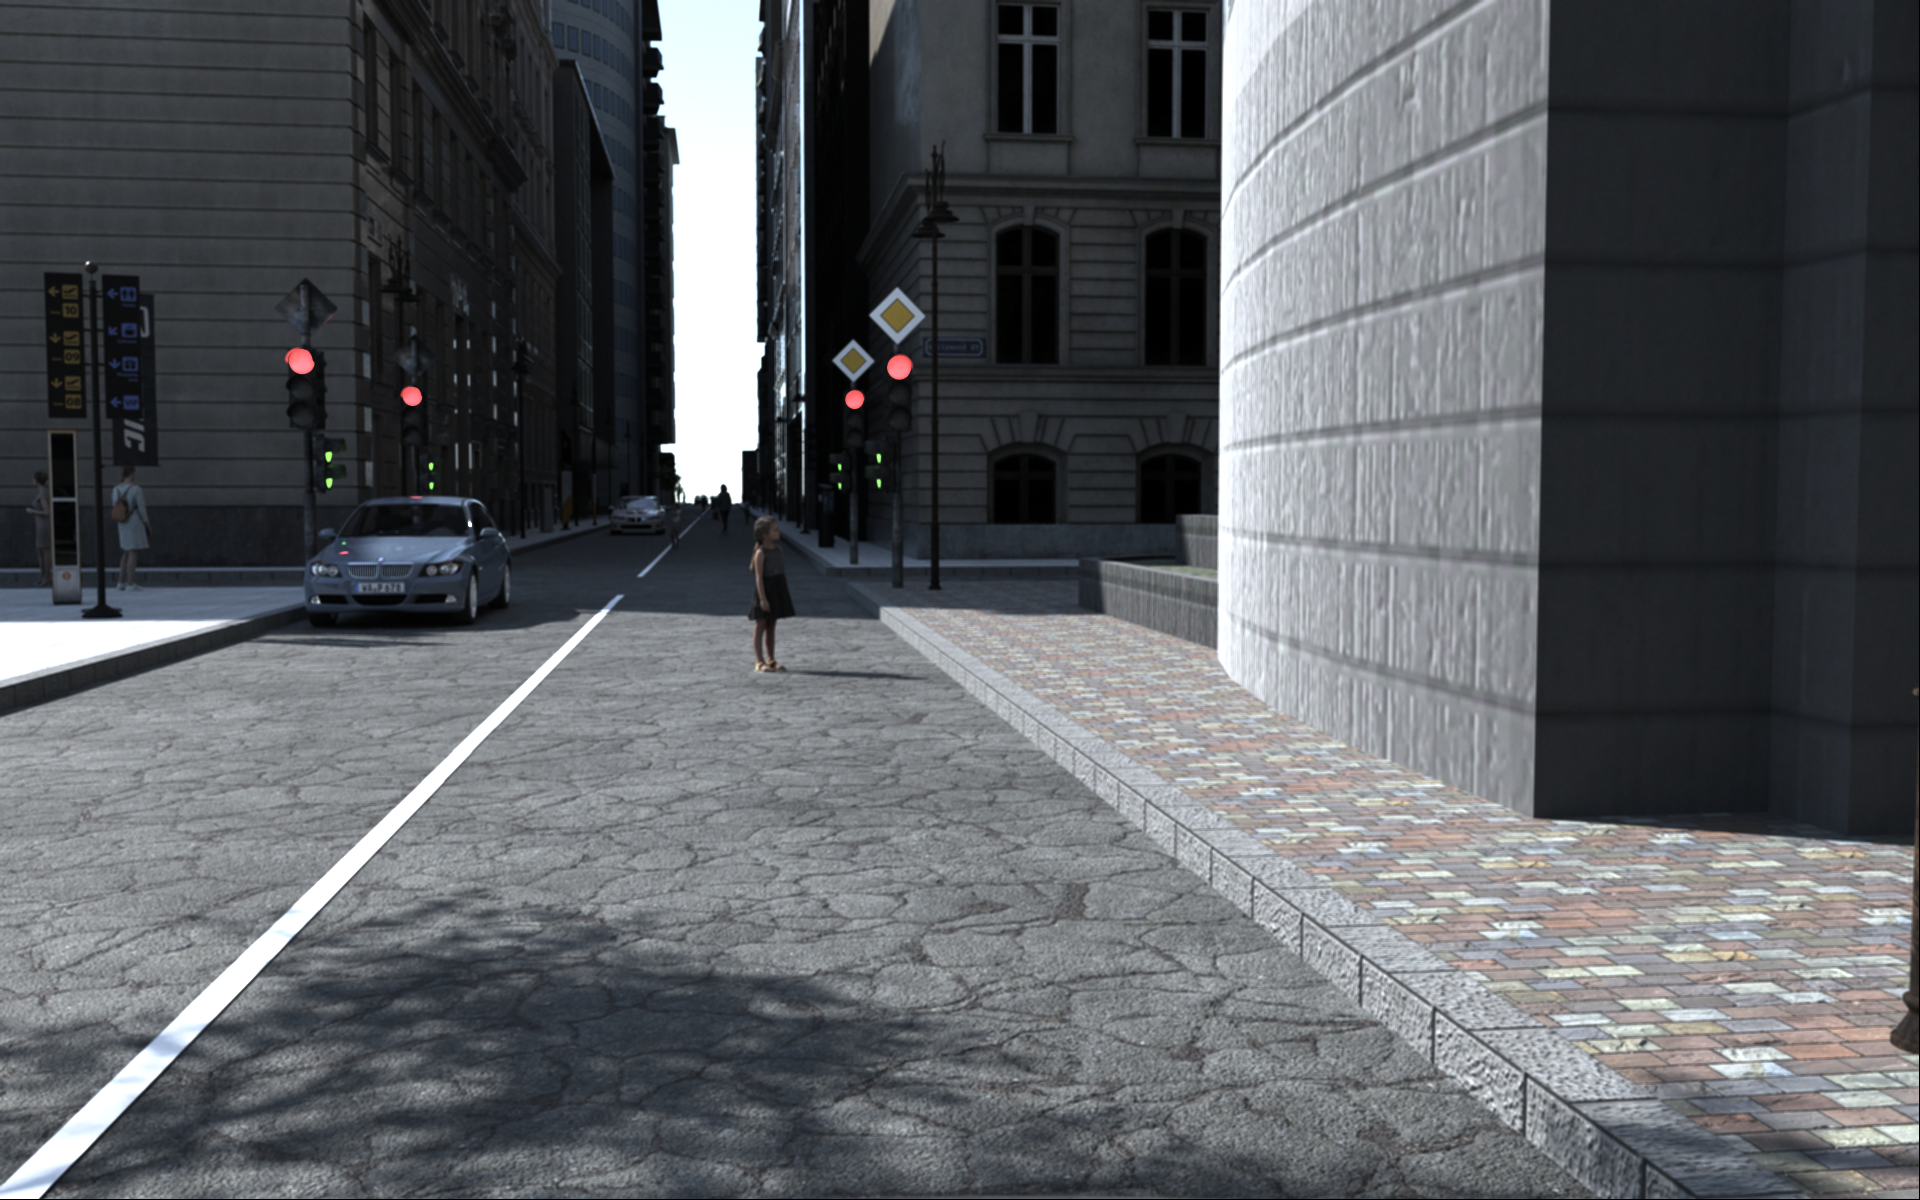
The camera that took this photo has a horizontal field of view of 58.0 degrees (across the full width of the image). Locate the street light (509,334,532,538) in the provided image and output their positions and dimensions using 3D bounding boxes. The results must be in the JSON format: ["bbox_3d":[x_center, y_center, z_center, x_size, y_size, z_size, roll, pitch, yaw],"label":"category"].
[{"bbox_3d":[-12.675,-4.726,50.059,0.468,5.910,1.993,0,4,-8],"label":"street light"}]

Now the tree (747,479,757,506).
[{"bbox_3d":[-22.590,-11.977,190.424,1.663,3.219,1.824,0,3,0],"label":"tree"}]

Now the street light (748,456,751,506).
[{"bbox_3d":[-19.380,-11.589,162.270,0.468,5.910,1.993,0,4,-8],"label":"street light"}]

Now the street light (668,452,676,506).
[{"bbox_3d":[-31.557,-13.219,188.910,0.468,5.910,1.993,0,4,-8],"label":"street light"}]

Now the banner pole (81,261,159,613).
[{"bbox_3d":[-9.175,-1.767,18.903,0.863,3.779,0.401,-3,5,-41],"label":"banner pole"}]

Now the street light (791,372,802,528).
[{"bbox_3d":[-6.138,-5.675,65.577,0.468,5.910,1.993,0,4,-8],"label":"street light"}]

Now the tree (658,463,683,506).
[{"bbox_3d":[-30.375,-11.959,179.243,4.285,4.588,4.351,0,3,0],"label":"tree"}]

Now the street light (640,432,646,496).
[{"bbox_3d":[-23.085,-9.368,125.958,0.468,5.910,1.993,0,4,-8],"label":"street light"}]

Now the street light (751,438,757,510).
[{"bbox_3d":[-16.761,-10.409,142.979,0.468,5.910,1.993,0,4,-8],"label":"street light"}]

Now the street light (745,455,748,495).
[{"bbox_3d":[-21.982,-12.762,181.443,0.468,5.910,1.993,0,4,-8],"label":"street light"}]

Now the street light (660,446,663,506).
[{"bbox_3d":[-28.311,-11.699,164.070,0.468,5.910,1.993,0,4,-8],"label":"street light"}]

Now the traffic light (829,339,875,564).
[{"bbox_3d":[-1.953,-2.604,31.495,0.839,4.253,0.868,0,4,-8],"label":"traffic light"}]

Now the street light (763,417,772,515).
[{"bbox_3d":[-11.433,-8.043,104.283,0.468,5.910,1.993,0,4,-8],"label":"street light"}]

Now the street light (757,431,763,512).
[{"bbox_3d":[-14.079,-9.241,123.874,0.468,5.910,1.993,0,4,-8],"label":"street light"}]

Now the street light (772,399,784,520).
[{"bbox_3d":[-8.804,-6.842,84.657,0.468,5.910,1.993,0,4,-8],"label":"street light"}]

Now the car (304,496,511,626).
[{"bbox_3d":[-6.379,-0.513,20.385,2.014,1.417,4.499,0,4,-7],"label":"car"}]

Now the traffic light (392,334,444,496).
[{"bbox_3d":[-9.542,-2.540,30.445,0.839,4.253,0.868,0,4,-8],"label":"traffic light"}]

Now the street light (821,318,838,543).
[{"bbox_3d":[-3.380,-4.450,45.545,0.468,5.910,1.993,0,4,-8],"label":"street light"}]

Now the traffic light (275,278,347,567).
[{"bbox_3d":[-8.460,-2.056,22.533,0.839,4.253,0.868,0,4,-8],"label":"traffic light"}]

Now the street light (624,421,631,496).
[{"bbox_3d":[-20.459,-8.203,106.904,0.468,5.910,1.993,0,4,-8],"label":"street light"}]

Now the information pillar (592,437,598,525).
[{"bbox_3d":[-15.041,-4.881,71.161,0.183,3.616,0.504,-1,4,-20],"label":"information pillar"}]

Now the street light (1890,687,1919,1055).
[{"bbox_3d":[2.260,-1.899,3.839,0.468,5.910,1.993,0,4,-8],"label":"street light"}]

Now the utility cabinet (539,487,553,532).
[{"bbox_3d":[-13.865,-3.021,58.078,0.318,1.500,1.173,-1,4,-21],"label":"utility cabinet"}]

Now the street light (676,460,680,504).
[{"bbox_3d":[-34.220,-14.384,207.960,0.468,5.910,1.993,0,4,-8],"label":"street light"}]

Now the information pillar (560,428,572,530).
[{"bbox_3d":[-14.097,-4.323,62.038,0.183,3.616,0.504,2,4,28],"label":"information pillar"}]

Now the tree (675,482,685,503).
[{"bbox_3d":[-42.361,-16.345,261.844,1.663,3.219,1.824,0,3,0],"label":"tree"}]

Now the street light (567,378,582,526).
[{"bbox_3d":[-15.338,-5.891,69.108,0.468,5.910,1.993,0,4,-8],"label":"street light"}]

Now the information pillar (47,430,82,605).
[{"bbox_3d":[-10.397,-0.956,20.116,0.304,2.012,0.304,-2,4,-27],"label":"information pillar"}]

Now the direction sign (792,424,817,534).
[{"bbox_3d":[-5.026,-3.923,56.141,0.876,3.537,0.379,1,4,21],"label":"direction sign"}]

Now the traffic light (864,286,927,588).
[{"bbox_3d":[-0.871,-2.120,23.583,0.839,4.253,0.868,0,4,-8],"label":"traffic light"}]

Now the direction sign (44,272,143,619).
[{"bbox_3d":[-8.927,-1.585,17.920,0.876,3.537,0.379,-1,4,-21],"label":"direction sign"}]

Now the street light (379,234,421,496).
[{"bbox_3d":[-9.984,-3.561,31.013,0.468,5.910,1.993,0,4,-8],"label":"street light"}]

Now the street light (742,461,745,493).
[{"bbox_3d":[-25.367,-14.266,206.034,0.468,5.910,1.993,0,4,-8],"label":"street light"}]

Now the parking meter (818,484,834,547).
[{"bbox_3d":[-3.224,-2.037,41.713,0.372,1.533,0.369,0,3,0],"label":"parking meter"}]

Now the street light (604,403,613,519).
[{"bbox_3d":[-17.852,-7.058,88.178,0.468,5.910,1.993,0,4,-8],"label":"street light"}]

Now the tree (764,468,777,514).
[{"bbox_3d":[-11.362,-7.079,110.346,1.663,3.219,1.824,0,3,0],"label":"tree"}]

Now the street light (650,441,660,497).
[{"bbox_3d":[-25.655,-10.534,145.020,0.468,5.910,1.993,0,4,-8],"label":"street light"}]

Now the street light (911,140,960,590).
[{"bbox_3d":[-0.335,-3.077,23.101,0.468,5.910,1.993,0,4,-8],"label":"street light"}]
